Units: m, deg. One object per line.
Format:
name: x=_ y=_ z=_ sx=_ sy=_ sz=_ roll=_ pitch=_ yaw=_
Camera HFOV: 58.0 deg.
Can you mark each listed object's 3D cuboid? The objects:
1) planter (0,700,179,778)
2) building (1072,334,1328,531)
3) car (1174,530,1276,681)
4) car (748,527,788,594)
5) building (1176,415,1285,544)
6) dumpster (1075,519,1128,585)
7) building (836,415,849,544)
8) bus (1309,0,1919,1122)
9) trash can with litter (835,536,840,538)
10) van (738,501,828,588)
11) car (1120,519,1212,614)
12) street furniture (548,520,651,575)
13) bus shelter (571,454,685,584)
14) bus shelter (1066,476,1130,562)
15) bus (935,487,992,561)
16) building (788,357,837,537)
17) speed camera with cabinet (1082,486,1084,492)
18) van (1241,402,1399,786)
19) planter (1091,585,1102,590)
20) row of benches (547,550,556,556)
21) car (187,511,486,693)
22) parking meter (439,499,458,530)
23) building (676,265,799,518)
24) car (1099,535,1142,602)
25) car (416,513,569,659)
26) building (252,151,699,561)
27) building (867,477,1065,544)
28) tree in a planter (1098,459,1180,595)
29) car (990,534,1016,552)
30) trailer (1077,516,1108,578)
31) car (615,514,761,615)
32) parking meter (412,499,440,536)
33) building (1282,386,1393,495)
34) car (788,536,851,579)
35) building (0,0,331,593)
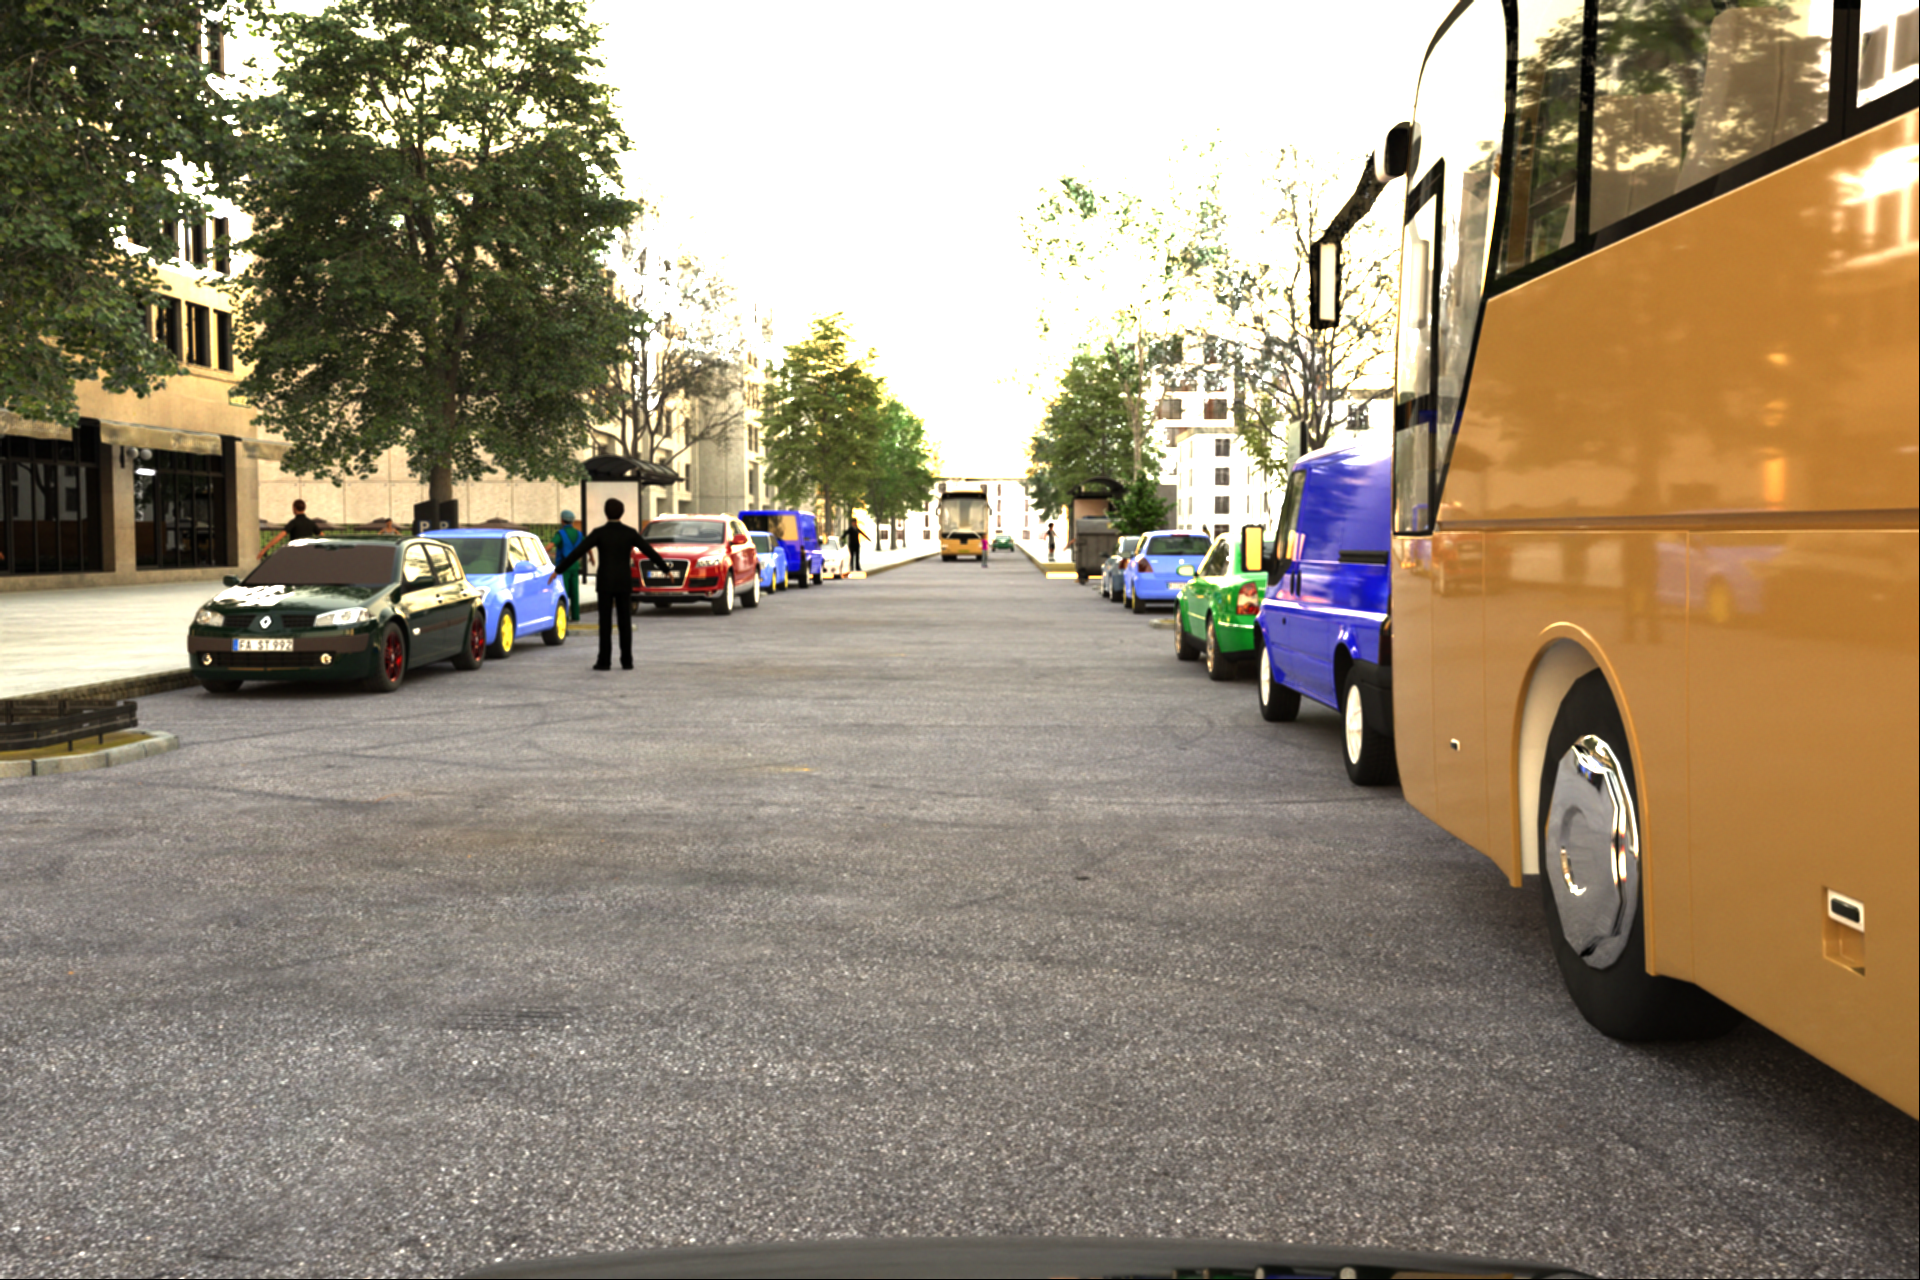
planter: x=-6.208 y=0.616 z=11.071 sx=1.991 sy=0.319 sz=1.994 roll=0 pitch=4 yaw=1
building: x=26.253 y=-21.352 z=193.082 sx=27.936 sy=21.610 sz=32.646 roll=0 pitch=4 yaw=1
car: x=3.339 y=-0.581 z=18.297 sx=1.959 sy=1.807 sz=4.718 roll=0 pitch=4 yaw=0
car: x=-5.252 y=-2.021 z=42.639 sx=1.945 sy=1.707 sz=3.694 roll=0 pitch=4 yaw=1
building: x=22.778 y=-11.791 z=134.923 sx=9.099 sy=9.664 sz=28.070 roll=0 pitch=4 yaw=1
dumpster: x=4.168 y=-2.507 z=49.200 sx=1.865 sy=1.857 sz=1.264 roll=0 pitch=4 yaw=1
building: x=-22.710 y=-21.005 z=209.896 sx=16.747 sy=18.905 sz=31.486 roll=0 pitch=4 yaw=1
bus: x=2.988 y=-0.619 z=1.675 sx=2.896 sy=3.916 sz=12.252 roll=0 pitch=3 yaw=0
trash can with litter: x=-4.610 y=-3.411 z=66.820 sx=1.678 sy=1.210 sz=2.233 roll=0 pitch=4 yaw=2
van: x=-4.888 y=-2.634 z=47.453 sx=2.240 sy=2.365 sz=5.245 roll=0 pitch=4 yaw=2
car: x=3.982 y=-1.397 z=32.433 sx=1.945 sy=1.707 sz=3.694 roll=0 pitch=4 yaw=2
street furniture: x=-11.781 y=-3.078 z=57.176 sx=9.812 sy=1.723 sz=11.010 roll=0 pitch=4 yaw=-1
bus shelter: x=-8.881 y=-3.231 z=46.743 sx=2.014 sy=3.302 sz=5.546 roll=0 pitch=4 yaw=1
bus shelter: x=4.995 y=-4.255 z=63.493 sx=2.014 sy=3.302 sz=5.546 roll=0 pitch=4 yaw=1
bus: x=0.307 y=-6.261 z=93.916 sx=2.896 sy=3.916 sz=12.252 roll=0 pitch=4 yaw=1
building: x=-23.076 y=-21.323 z=179.551 sx=19.493 sy=23.208 sz=18.063 roll=0 pitch=4 yaw=2
speed camera with cabinet: x=5.213 y=-4.637 z=70.152 sx=0.660 sy=3.252 sz=2.038 roll=0 pitch=4 yaw=0
van: x=3.210 y=-0.435 z=11.493 sx=2.240 sy=2.365 sz=5.245 roll=0 pitch=4 yaw=1
planter: x=4.398 y=-1.438 z=44.646 sx=1.991 sy=0.319 sz=1.994 roll=0 pitch=4 yaw=2
row of benches: x=-15.911 y=-3.179 z=67.443 sx=1.422 sy=0.672 sz=4.104 roll=2 pitch=4 yaw=27
car: x=-5.948 y=-0.435 z=16.900 sx=2.009 sy=1.686 sz=4.222 roll=0 pitch=4 yaw=1
parking meter: x=-8.672 y=-1.436 z=29.197 sx=0.399 sy=1.863 sz=0.255 roll=0 pitch=4 yaw=1
building: x=-22.232 y=-16.107 z=129.814 sx=16.747 sy=18.905 sz=31.486 roll=0 pitch=4 yaw=1
car: x=4.065 y=-1.578 z=37.801 sx=2.014 sy=1.417 sz=4.499 roll=0 pitch=4 yaw=1
car: x=-6.000 y=-0.701 z=21.054 sx=1.945 sy=1.707 sz=3.694 roll=0 pitch=4 yaw=2
building: x=-25.580 y=-14.051 z=96.185 sx=16.747 sy=18.905 sz=31.486 roll=0 pitch=4 yaw=1
building: x=0.920 y=-18.839 z=252.617 sx=28.070 sy=9.664 sz=9.099 roll=1 pitch=4 yaw=11
tree in a planter: x=4.302 y=-2.692 z=41.237 sx=1.991 sy=3.239 sz=1.994 roll=0 pitch=4 yaw=2
car: x=3.525 y=-7.962 z=141.981 sx=2.131 sy=1.459 sz=4.920 roll=0 pitch=4 yaw=2
trailer: x=4.532 y=-3.042 z=56.788 sx=1.471 sy=1.999 sz=3.904 roll=0 pitch=4 yaw=1
car: x=-5.010 y=-1.448 z=32.350 sx=2.281 sy=1.827 sz=5.304 roll=0 pitch=4 yaw=2
parking meter: x=-8.850 y=-1.409 z=28.748 sx=0.399 sy=1.863 sz=0.255 roll=0 pitch=4 yaw=2
building: x=25.274 y=-9.644 z=99.821 sx=9.099 sy=9.664 sz=28.070 roll=0 pitch=4 yaw=2
car: x=-4.621 y=-2.700 z=56.499 sx=2.083 sy=1.381 sz=4.827 roll=0 pitch=4 yaw=2
building: x=-30.413 y=-14.187 z=34.118 sx=24.374 sy=26.755 sz=37.873 roll=0 pitch=4 yaw=2
